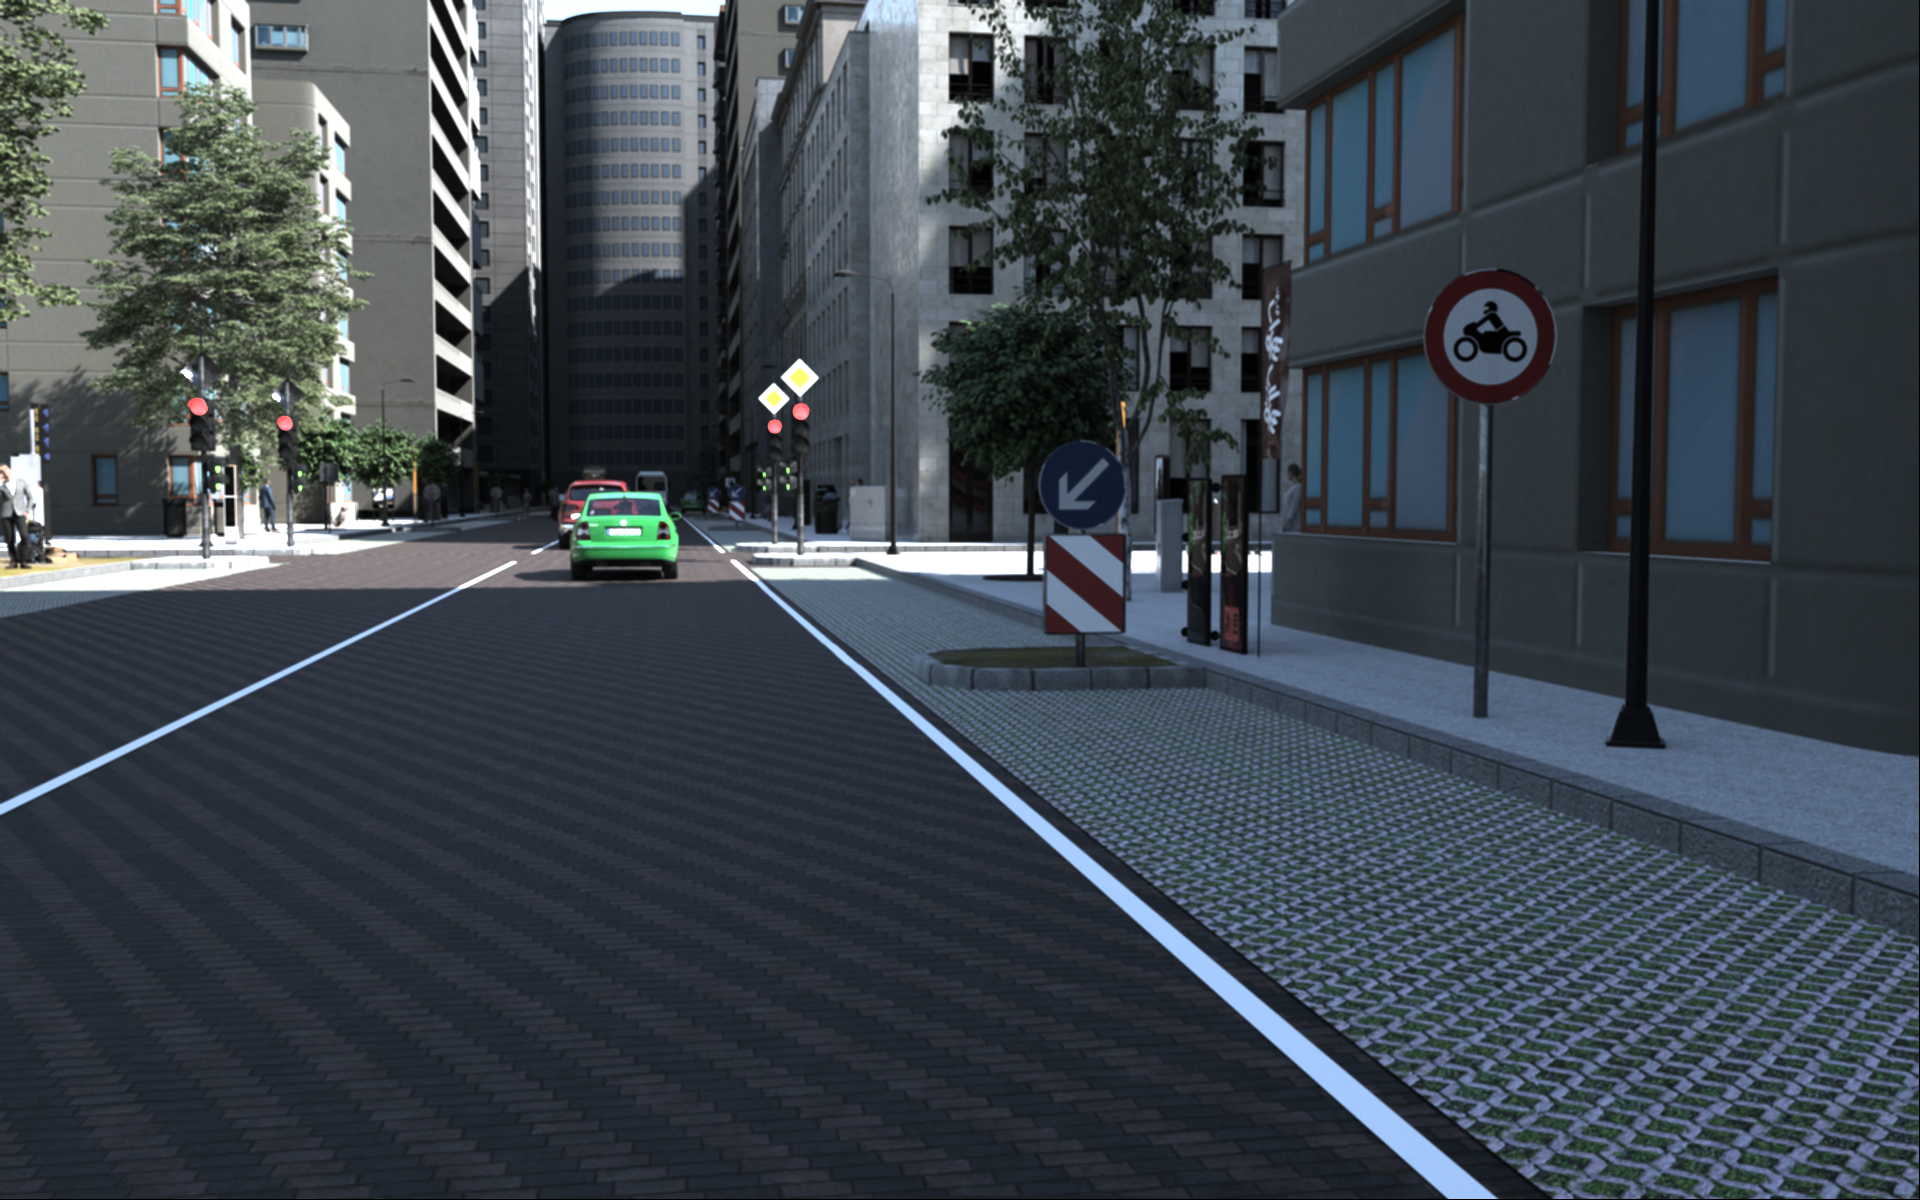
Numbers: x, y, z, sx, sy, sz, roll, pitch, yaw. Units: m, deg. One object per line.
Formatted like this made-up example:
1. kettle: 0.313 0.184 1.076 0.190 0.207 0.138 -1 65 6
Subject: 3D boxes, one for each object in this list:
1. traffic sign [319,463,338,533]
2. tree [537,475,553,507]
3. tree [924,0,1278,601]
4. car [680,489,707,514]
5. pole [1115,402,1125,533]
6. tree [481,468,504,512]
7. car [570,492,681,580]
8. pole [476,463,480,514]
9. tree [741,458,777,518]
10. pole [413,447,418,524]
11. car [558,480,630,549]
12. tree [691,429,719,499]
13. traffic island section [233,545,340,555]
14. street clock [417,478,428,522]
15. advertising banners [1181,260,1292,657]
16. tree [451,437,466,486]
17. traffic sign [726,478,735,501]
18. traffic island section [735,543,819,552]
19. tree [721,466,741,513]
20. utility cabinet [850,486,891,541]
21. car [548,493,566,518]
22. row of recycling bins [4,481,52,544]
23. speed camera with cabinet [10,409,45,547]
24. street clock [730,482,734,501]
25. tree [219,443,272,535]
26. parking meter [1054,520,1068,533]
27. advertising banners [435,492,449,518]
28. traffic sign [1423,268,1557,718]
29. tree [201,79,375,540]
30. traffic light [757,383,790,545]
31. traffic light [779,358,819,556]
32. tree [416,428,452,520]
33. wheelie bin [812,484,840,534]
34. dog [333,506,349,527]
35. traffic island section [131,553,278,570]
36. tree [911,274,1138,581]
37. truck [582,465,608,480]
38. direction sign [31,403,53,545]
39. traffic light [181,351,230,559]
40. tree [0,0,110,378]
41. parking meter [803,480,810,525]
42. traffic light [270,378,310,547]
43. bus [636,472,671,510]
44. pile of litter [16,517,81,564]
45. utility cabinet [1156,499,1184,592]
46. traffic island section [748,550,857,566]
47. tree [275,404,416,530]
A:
1. traffic sign: -20.588 -3.327 56.529 0.606 2.300 0.079 0 4 -1
2. tree: -41.703 -11.020 174.780 1.663 3.219 1.824 0 3 0
3. tree: 1.866 -4.279 20.323 4.737 8.622 4.395 0 3 0
4. car: -19.275 -7.131 125.380 1.959 1.807 4.718 -1 4 -8
5. pole: 3.551 -2.723 38.361 0.158 3.312 0.155 0 3 0
6. tree: -33.381 -7.969 124.891 1.663 3.219 1.824 0 3 0
7. car: -5.884 -1.326 30.476 1.959 1.807 4.718 -1 4 -10
8. pole: -31.368 -7.265 112.633 0.158 3.312 0.155 0 3 0
9. tree: -10.728 -6.037 93.310 1.663 3.219 1.824 0 3 0
10. pole: -23.681 -4.978 75.235 0.158 3.312 0.155 0 3 0
11. car: -9.743 -2.337 46.888 2.281 1.827 5.304 -1 4 -10
12. tree: -28.288 -14.960 194.961 4.360 8.622 3.978 0 3 0
13. traffic island section: -16.251 -1.206 42.003 2.009 0.180 2.903 -1 4 -10
14. street clock: -26.063 -4.841 83.717 0.358 2.002 0.471 1 4 22
15. advertising banners: 2.219 -1.091 14.024 0.090 3.025 2.074 -1 4 -14
16. tree: -26.329 -6.270 86.231 4.285 4.588 4.351 0 3 0
17. traffic sign: -14.430 -6.528 108.870 0.606 2.300 0.079 0 4 -1
18. traffic island section: -4.685 -1.330 44.021 2.009 0.180 2.903 -1 4 -10
19. tree: -15.813 -7.672 120.040 1.663 3.219 1.824 0 3 0
20. utility cabinet: -2.420 -2.330 46.781 1.173 1.500 0.318 2 4 34
21. car: -23.892 -5.877 105.124 2.155 1.783 4.494 -1 4 -11
22. row of recycling bins: -24.990 -2.399 46.336 1.069 1.692 3.534 -1 4 -23
23. speed camera with cabinet: -22.117 -2.856 41.036 0.660 3.252 2.038 -2 4 -25
24. street clock: -13.884 -6.179 105.596 0.358 2.002 0.471 -1 4 -14
25. tree: -22.388 -3.644 54.183 1.663 3.219 1.824 0 3 0
26. parking meter: 2.639 -2.246 45.139 0.372 1.533 0.369 0 3 0
27. advertising banners: -27.650 -5.822 91.369 0.090 3.025 2.074 1 4 18
28. traffic sign: 2.996 -0.599 9.893 0.768 2.556 0.104 0 4 -3
29. tree: -20.496 -7.979 48.585 7.486 12.596 7.792 0 3 0
30. traffic light: -4.726 -3.363 43.900 0.839 4.253 0.868 -1 4 -10
31. traffic light: -3.346 -2.882 36.035 0.839 4.253 0.868 -1 4 -10
32. tree: -24.377 -5.458 72.953 4.285 4.588 4.351 0 3 0
33. wheelie bin: -4.327 -2.943 56.022 0.980 1.594 0.693 2 4 32
34. dog: -23.946 -3.211 66.887 0.513 0.831 0.800 -2 4 -31
35. traffic island section: -14.870 -0.725 34.138 2.009 0.180 2.903 -1 4 -10
36. tree: 0.981 -2.588 26.025 4.285 4.588 4.351 0 3 0
37. truck: -36.067 -11.146 171.155 2.839 4.237 11.283 -1 4 -11
38. direction sign: -23.063 -3.150 43.504 0.379 3.537 0.876 0 4 -3
39. traffic light: -14.829 -2.758 34.010 0.839 4.253 0.868 -1 4 -10
40. tree: -15.127 -6.367 22.220 7.486 12.596 7.792 0 3 0
41. parking meter: -6.326 -4.017 71.395 0.255 1.863 0.399 -1 4 -9
42. traffic light: -16.210 -3.239 41.875 0.839 4.253 0.868 -1 4 -10
43. bus: -26.377 -9.413 148.763 2.948 3.499 13.247 -1 4 -9
44. pile of litter: -17.225 -1.145 32.683 1.176 0.858 1.719 -1 4 -8
45. utility cabinet: 2.776 -0.728 23.070 0.306 1.237 1.020 0 4 2
46. traffic island section: -3.304 -0.849 36.156 2.009 0.180 2.903 -1 4 -10
47. tree: -22.834 -4.813 62.402 4.285 4.588 4.351 0 3 0
